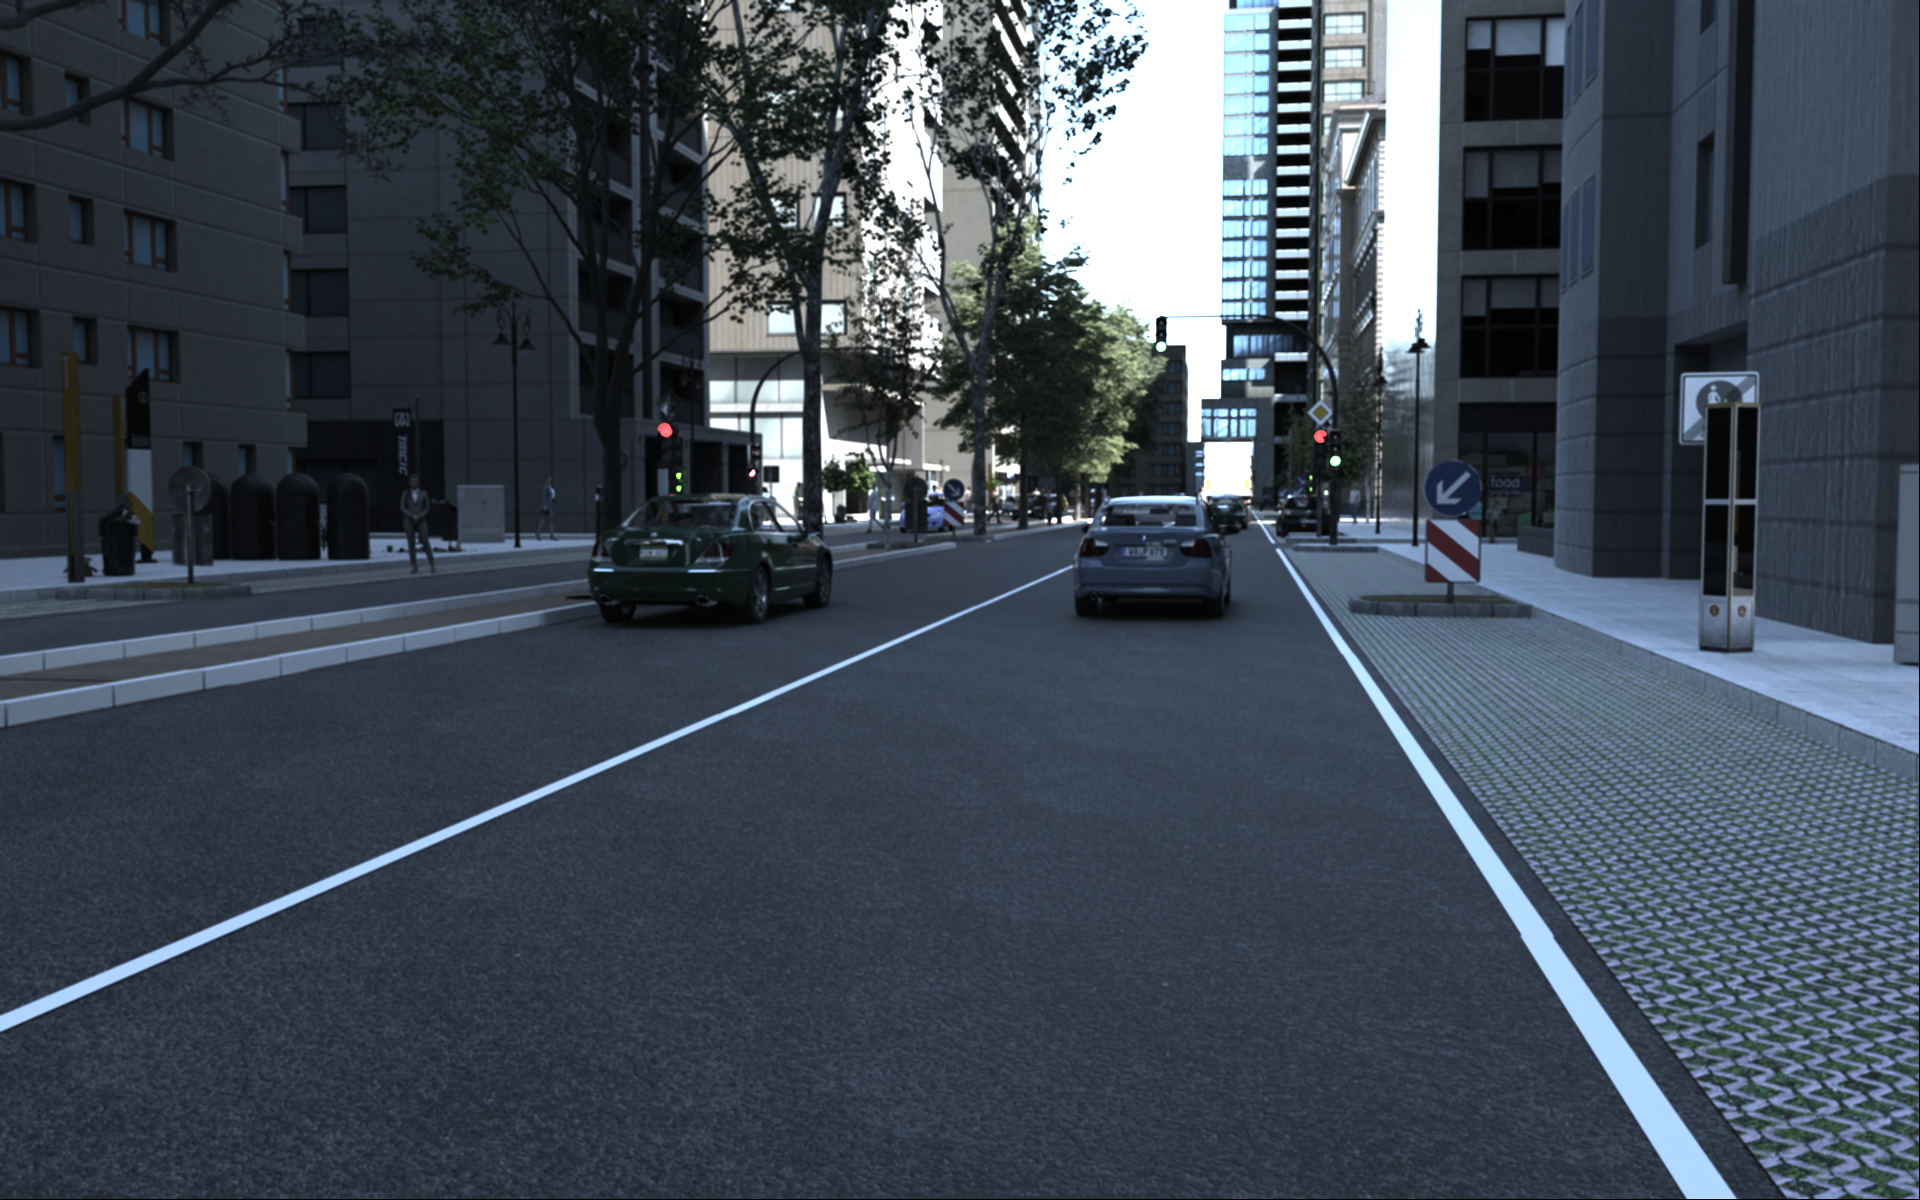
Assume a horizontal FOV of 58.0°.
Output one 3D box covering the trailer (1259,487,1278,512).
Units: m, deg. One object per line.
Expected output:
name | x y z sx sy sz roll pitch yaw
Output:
trailer | 25.144 -8.193 141.007 1.471 1.999 3.904 1 4 10

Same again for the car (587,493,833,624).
car | -2.836 -0.540 20.626 2.131 1.459 4.920 1 4 10

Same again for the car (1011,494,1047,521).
car | 3.875 -5.172 94.342 2.009 1.686 4.222 1 4 10

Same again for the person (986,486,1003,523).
person | 1.726 -4.749 86.052 0.836 1.842 0.656 0 4 2

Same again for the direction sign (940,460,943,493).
direction sign | -1.264 -7.629 116.734 0.379 3.537 0.876 1 4 10

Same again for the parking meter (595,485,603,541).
parking meter | -9.610 -2.333 46.559 0.372 1.533 0.369 0 3 0

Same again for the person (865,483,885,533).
person | -3.096 -3.368 63.451 0.818 1.842 0.514 0 4 1

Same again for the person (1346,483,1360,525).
person | 16.194 -3.944 71.205 0.731 1.740 0.598 3 5 42

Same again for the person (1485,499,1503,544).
person | 14.647 -2.120 47.441 0.475 1.303 0.640 0 4 -8

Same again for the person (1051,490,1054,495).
person | 7.055 -7.634 134.101 1.217 1.735 0.721 2 4 31

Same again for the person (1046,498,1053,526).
person | 3.674 -3.564 71.451 0.332 1.250 0.352 1 4 11

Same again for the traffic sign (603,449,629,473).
traffic sign | -9.380 -2.876 47.134 0.768 2.556 0.104 1 4 14

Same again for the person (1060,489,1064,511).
person | 6.191 -6.023 107.720 0.466 1.731 0.760 -1 4 -11

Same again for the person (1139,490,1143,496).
person | 17.791 -9.957 171.160 0.709 1.838 0.599 -2 4 -35

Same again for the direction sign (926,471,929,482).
direction sign | -2.459 -8.433 129.876 0.379 3.537 0.876 -1 4 -13

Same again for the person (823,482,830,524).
person | -5.864 -4.080 73.021 0.678 1.792 0.850 3 5 42

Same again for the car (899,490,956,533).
car | -1.210 -3.423 65.563 1.945 1.707 3.694 1 4 9

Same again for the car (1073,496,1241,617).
car | 2.458 -0.584 21.552 2.014 1.417 4.499 1 4 11

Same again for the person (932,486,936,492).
person | -1.262 -4.675 84.901 0.622 1.834 0.822 2 4 28

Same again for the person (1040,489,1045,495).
person | 5.481 -6.526 115.451 0.529 1.795 0.600 1 4 22

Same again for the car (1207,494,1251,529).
car | 11.024 -3.677 71.914 2.131 1.459 4.920 1 4 9

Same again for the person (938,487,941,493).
person | -1.409 -7.294 125.647 0.624 1.780 0.694 3 5 43

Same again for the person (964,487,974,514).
person | 0.627 -6.356 110.548 0.643 1.750 0.593 3 4 39

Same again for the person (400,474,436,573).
person | -9.736 -1.366 31.105 0.520 1.790 0.573 -2 4 -35

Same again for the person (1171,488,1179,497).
person | 11.884 -5.307 95.842 0.524 1.755 0.480 2 4 25

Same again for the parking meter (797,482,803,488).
parking meter | -7.922 -4.946 86.583 0.399 1.863 0.255 -3 5 -43

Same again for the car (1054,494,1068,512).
car | 7.847 -8.061 142.015 2.015 1.641 3.980 1 4 9

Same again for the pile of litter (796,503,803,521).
pile of litter | -7.391 -4.181 82.320 1.719 0.858 1.176 2 4 32

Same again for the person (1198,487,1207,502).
person | 11.972 -4.652 84.831 0.573 1.790 0.520 3 5 43

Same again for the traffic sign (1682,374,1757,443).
traffic sign | 6.387 -0.765 14.640 0.606 2.300 0.079 1 4 16

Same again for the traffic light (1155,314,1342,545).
traffic light | 7.312 -4.226 43.766 4.771 5.953 1.251 1 4 9

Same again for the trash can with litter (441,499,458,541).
trash can with litter | -13.738 -2.208 47.481 1.055 1.170 0.624 -2 4 -24

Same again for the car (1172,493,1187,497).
car | 19.386 -8.819 153.226 2.155 1.783 4.494 1 4 10

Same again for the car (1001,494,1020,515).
car | 3.854 -6.436 117.233 2.014 1.417 4.499 1 4 9

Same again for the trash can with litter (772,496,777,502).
trash can with litter | -9.133 -4.446 84.075 0.624 1.170 1.055 0 4 -8

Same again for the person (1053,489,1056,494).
person | 8.974 -9.722 165.512 1.217 1.766 0.721 1 4 21

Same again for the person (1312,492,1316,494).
person | 27.061 -7.715 132.906 0.721 1.735 1.217 -2 4 -25

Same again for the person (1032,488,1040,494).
person | 6.466 -8.611 146.829 1.348 1.824 0.705 0 4 -2

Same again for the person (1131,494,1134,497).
person | 17.979 -10.222 178.857 0.697 1.427 0.421 -2 4 -32

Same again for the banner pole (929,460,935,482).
banner pole | -2.073 -8.369 126.849 0.401 3.779 0.863 -3 5 -44

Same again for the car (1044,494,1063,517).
car | 5.561 -6.056 111.014 2.014 1.417 4.499 1 4 9

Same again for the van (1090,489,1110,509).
van | 11.041 -8.076 139.055 2.013 2.044 4.112 0 4 8

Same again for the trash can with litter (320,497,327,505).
trash can with litter | -17.424 -2.183 46.755 1.678 1.210 2.233 3 5 42

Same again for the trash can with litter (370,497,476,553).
trash can with litter | -11.936 -1.668 38.333 2.233 1.210 1.678 0 4 -8

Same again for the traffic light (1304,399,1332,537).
traffic light | 10.670 -3.825 51.455 0.839 4.253 0.868 1 4 9

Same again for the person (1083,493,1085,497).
person | 14.696 -11.849 203.013 0.697 1.427 0.421 -1 4 -17

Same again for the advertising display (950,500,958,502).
advertising display | -0.441 -5.976 102.920 0.123 1.923 0.974 2 4 32

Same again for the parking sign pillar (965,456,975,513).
parking sign pillar | 1.099 -7.986 119.044 1.447 3.967 1.447 -1 4 -8

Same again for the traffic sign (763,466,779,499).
traffic sign | -6.872 -3.723 63.007 0.606 2.300 0.079 1 4 12

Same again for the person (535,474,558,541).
person | -11.394 -2.551 47.775 0.654 1.822 0.581 2 4 26

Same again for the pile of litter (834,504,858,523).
pile of litter | -5.120 -3.937 78.332 1.176 0.858 1.719 1 4 22

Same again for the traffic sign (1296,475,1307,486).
traffic sign | 22.922 -7.109 116.333 0.768 2.556 0.104 1 4 17

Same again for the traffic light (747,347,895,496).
traffic light | -4.391 -4.847 53.909 4.771 5.953 1.251 1 4 9

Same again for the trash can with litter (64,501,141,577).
trash can with litter | -13.394 -0.957 27.036 1.055 1.170 0.624 -2 4 -35

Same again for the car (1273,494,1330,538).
car | 11.464 -2.927 57.642 2.009 1.686 4.222 0 4 7

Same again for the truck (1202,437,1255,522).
truck | 14.068 -6.236 90.869 2.839 4.237 11.283 1 4 9

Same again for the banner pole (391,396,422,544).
banner pole | -14.123 -3.327 44.419 0.863 3.779 0.401 0 4 1
